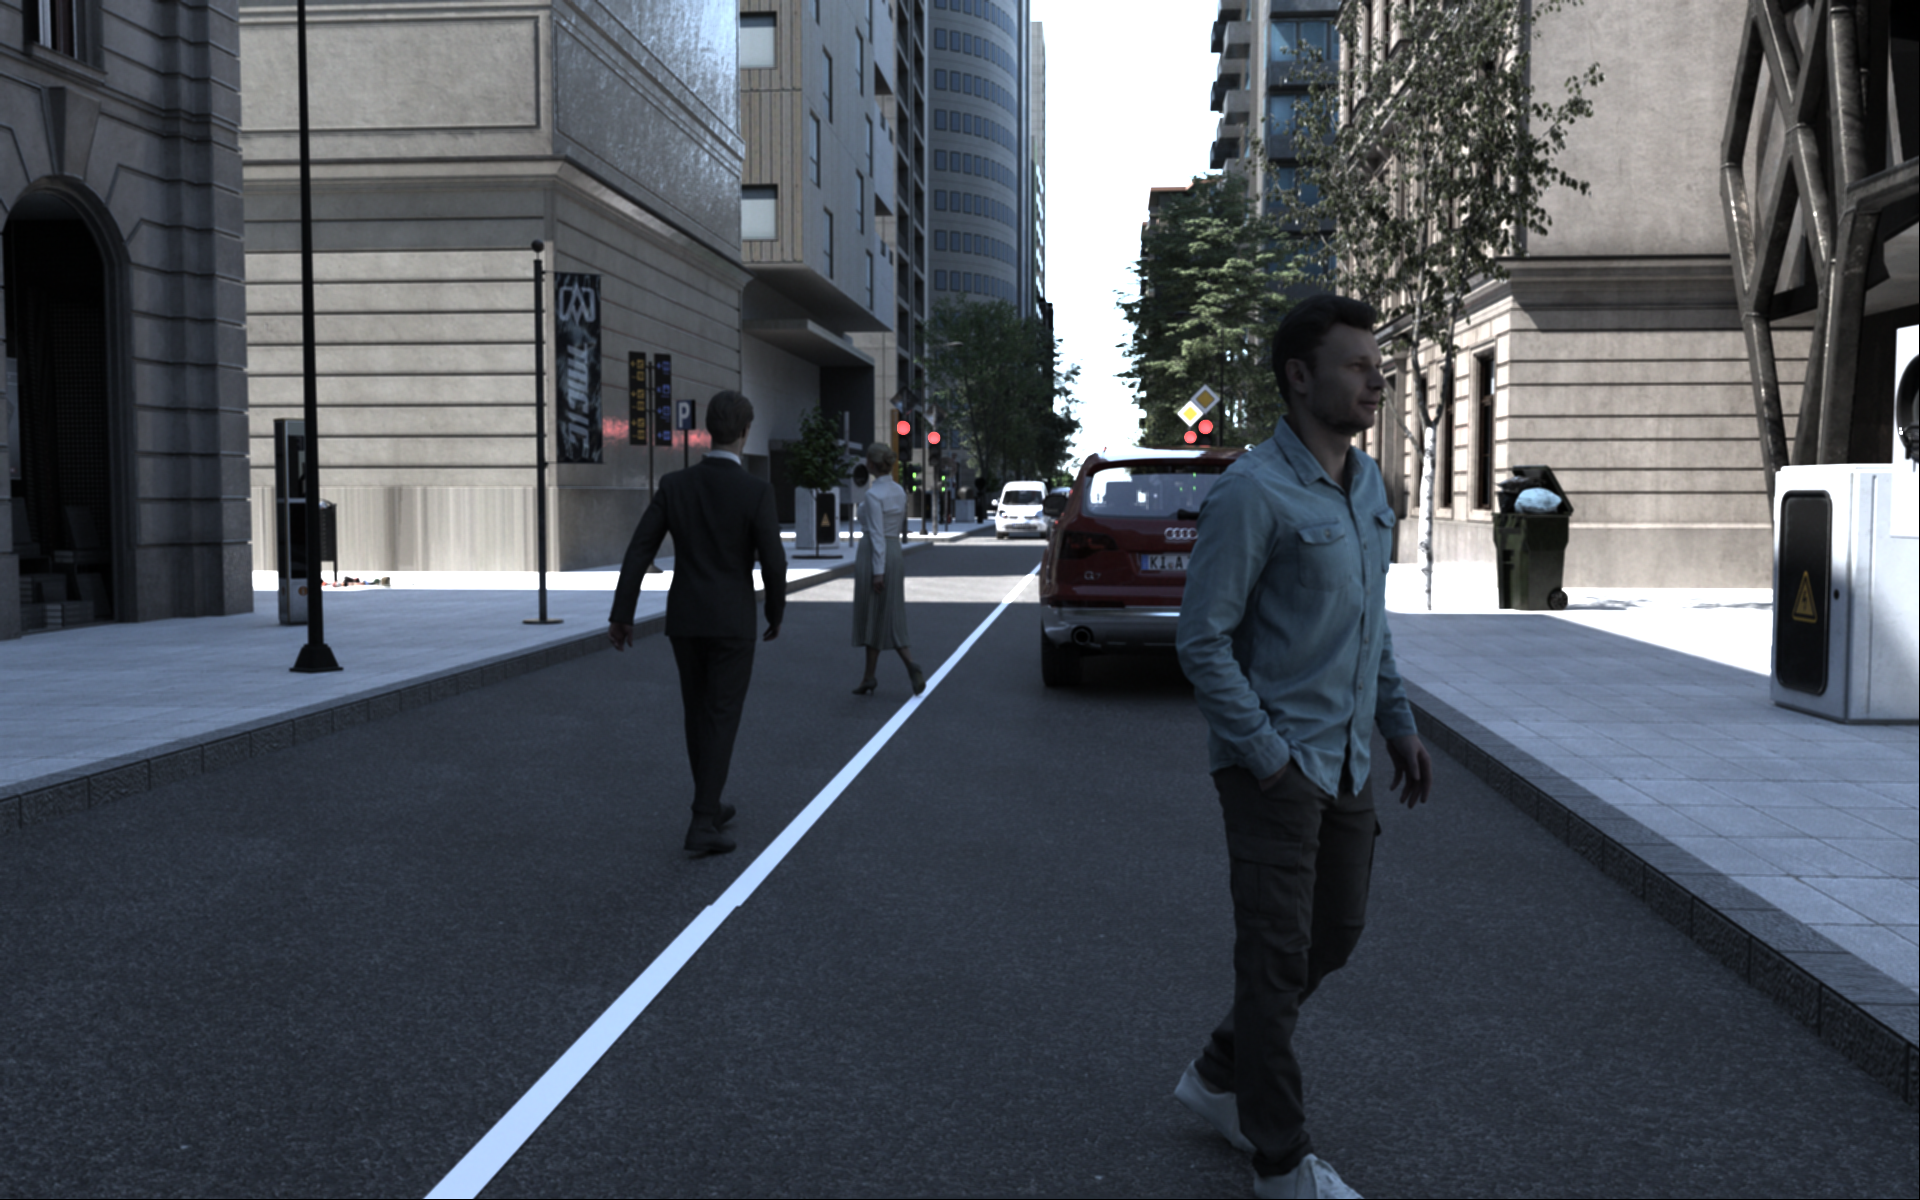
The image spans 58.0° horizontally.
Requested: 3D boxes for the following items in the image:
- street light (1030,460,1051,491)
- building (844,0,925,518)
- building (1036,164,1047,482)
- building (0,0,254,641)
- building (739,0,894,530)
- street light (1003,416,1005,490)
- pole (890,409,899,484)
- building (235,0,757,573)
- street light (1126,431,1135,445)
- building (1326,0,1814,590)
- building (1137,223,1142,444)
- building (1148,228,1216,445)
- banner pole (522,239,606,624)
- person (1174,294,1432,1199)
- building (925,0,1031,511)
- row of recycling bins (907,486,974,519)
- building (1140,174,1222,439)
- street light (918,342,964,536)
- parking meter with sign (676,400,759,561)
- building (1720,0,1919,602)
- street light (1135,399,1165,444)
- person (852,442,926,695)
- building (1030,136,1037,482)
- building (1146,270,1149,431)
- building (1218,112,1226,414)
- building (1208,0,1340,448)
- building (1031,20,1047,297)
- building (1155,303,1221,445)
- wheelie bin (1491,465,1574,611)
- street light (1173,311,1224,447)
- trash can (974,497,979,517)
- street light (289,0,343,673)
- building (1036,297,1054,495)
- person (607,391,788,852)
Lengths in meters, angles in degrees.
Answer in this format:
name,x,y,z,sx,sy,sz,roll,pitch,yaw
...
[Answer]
name,x,y,z,sx,sy,sz,roll,pitch,yaw
street light,5.816,-9.583,129.221,1.470,5.913,1.316,0,4,5
building,-10.513,-40.611,102.241,20.563,71.187,20.611,0,4,5
building,-0.593,-37.265,228.885,23.786,49.044,30.456,0,4,5
building,-14.488,-10.114,7.164,13.314,21.916,24.055,0,4,5
building,-17.258,-29.291,68.148,28.713,52.752,27.495,0,4,5
street light,2.989,-7.537,95.778,1.470,5.913,1.316,0,4,5
pole,-1.575,-2.931,41.763,0.158,3.312,0.155,0,3,0
building,-20.098,-12.396,35.960,30.059,22.955,16.112,0,4,5
street light,13.139,-9.448,127.018,1.470,5.913,1.316,0,4,5
building,12.762,-10.212,31.595,10.561,19.102,19.286,0,4,5
building,38.962,-37.645,270.111,22.147,44.769,28.867,0,4,5
building,28.525,-25.730,192.393,14.160,30.474,14.107,0,4,5
banner pole,-3.947,-1.665,17.240,0.863,3.779,0.401,-2,4,-28
person,0.664,0.302,3.581,0.620,1.820,0.660,3,5,39
building,-4.140,-38.458,170.791,21.231,58.520,28.212,0,4,5
row of recycling bins,-1.033,-5.152,91.354,3.534,1.692,1.069,0,4,-6
building,36.982,-35.849,240.759,22.147,44.769,28.867,0,4,5
street light,-0.581,-4.935,53.229,1.470,5.913,1.316,0,4,5
parking meter with sign,-4.453,-2.231,32.745,1.738,3.016,0.543,-3,5,-40
building,15.598,-8.920,13.287,16.820,18.784,16.811,0,4,5
street light,9.440,-6.852,84.577,1.470,5.913,1.316,0,4,5
person,-0.506,-0.218,12.291,0.641,1.798,0.478,3,5,43
building,1.186,-31.130,192.562,14.154,41.232,14.086,0,4,5
building,30.709,-27.408,219.814,14.160,30.474,14.107,0,4,5
building,34.286,-27.558,142.450,32.217,40.220,23.993,0,4,5
building,25.535,-29.156,96.311,23.786,49.044,30.456,0,4,5
building,5.135,-50.755,268.098,20.563,71.187,20.611,0,4,5
building,33.537,-19.918,170.703,27.650,21.520,28.899,0,4,5
wheelie bin,6.316,-0.688,19.152,0.693,1.594,0.980,-1,4,-17
street light,6.122,-4.381,44.169,1.470,5.913,1.316,0,4,5
trash can,0.728,-5.162,96.046,0.748,1.137,0.748,0,3,0
street light,-4.137,-2.435,12.348,1.470,5.913,1.316,0,4,5
building,6.405,-29.326,251.180,14.160,30.474,14.107,0,4,5
person,-0.995,0.072,7.093,0.659,1.850,0.755,1,4,15
